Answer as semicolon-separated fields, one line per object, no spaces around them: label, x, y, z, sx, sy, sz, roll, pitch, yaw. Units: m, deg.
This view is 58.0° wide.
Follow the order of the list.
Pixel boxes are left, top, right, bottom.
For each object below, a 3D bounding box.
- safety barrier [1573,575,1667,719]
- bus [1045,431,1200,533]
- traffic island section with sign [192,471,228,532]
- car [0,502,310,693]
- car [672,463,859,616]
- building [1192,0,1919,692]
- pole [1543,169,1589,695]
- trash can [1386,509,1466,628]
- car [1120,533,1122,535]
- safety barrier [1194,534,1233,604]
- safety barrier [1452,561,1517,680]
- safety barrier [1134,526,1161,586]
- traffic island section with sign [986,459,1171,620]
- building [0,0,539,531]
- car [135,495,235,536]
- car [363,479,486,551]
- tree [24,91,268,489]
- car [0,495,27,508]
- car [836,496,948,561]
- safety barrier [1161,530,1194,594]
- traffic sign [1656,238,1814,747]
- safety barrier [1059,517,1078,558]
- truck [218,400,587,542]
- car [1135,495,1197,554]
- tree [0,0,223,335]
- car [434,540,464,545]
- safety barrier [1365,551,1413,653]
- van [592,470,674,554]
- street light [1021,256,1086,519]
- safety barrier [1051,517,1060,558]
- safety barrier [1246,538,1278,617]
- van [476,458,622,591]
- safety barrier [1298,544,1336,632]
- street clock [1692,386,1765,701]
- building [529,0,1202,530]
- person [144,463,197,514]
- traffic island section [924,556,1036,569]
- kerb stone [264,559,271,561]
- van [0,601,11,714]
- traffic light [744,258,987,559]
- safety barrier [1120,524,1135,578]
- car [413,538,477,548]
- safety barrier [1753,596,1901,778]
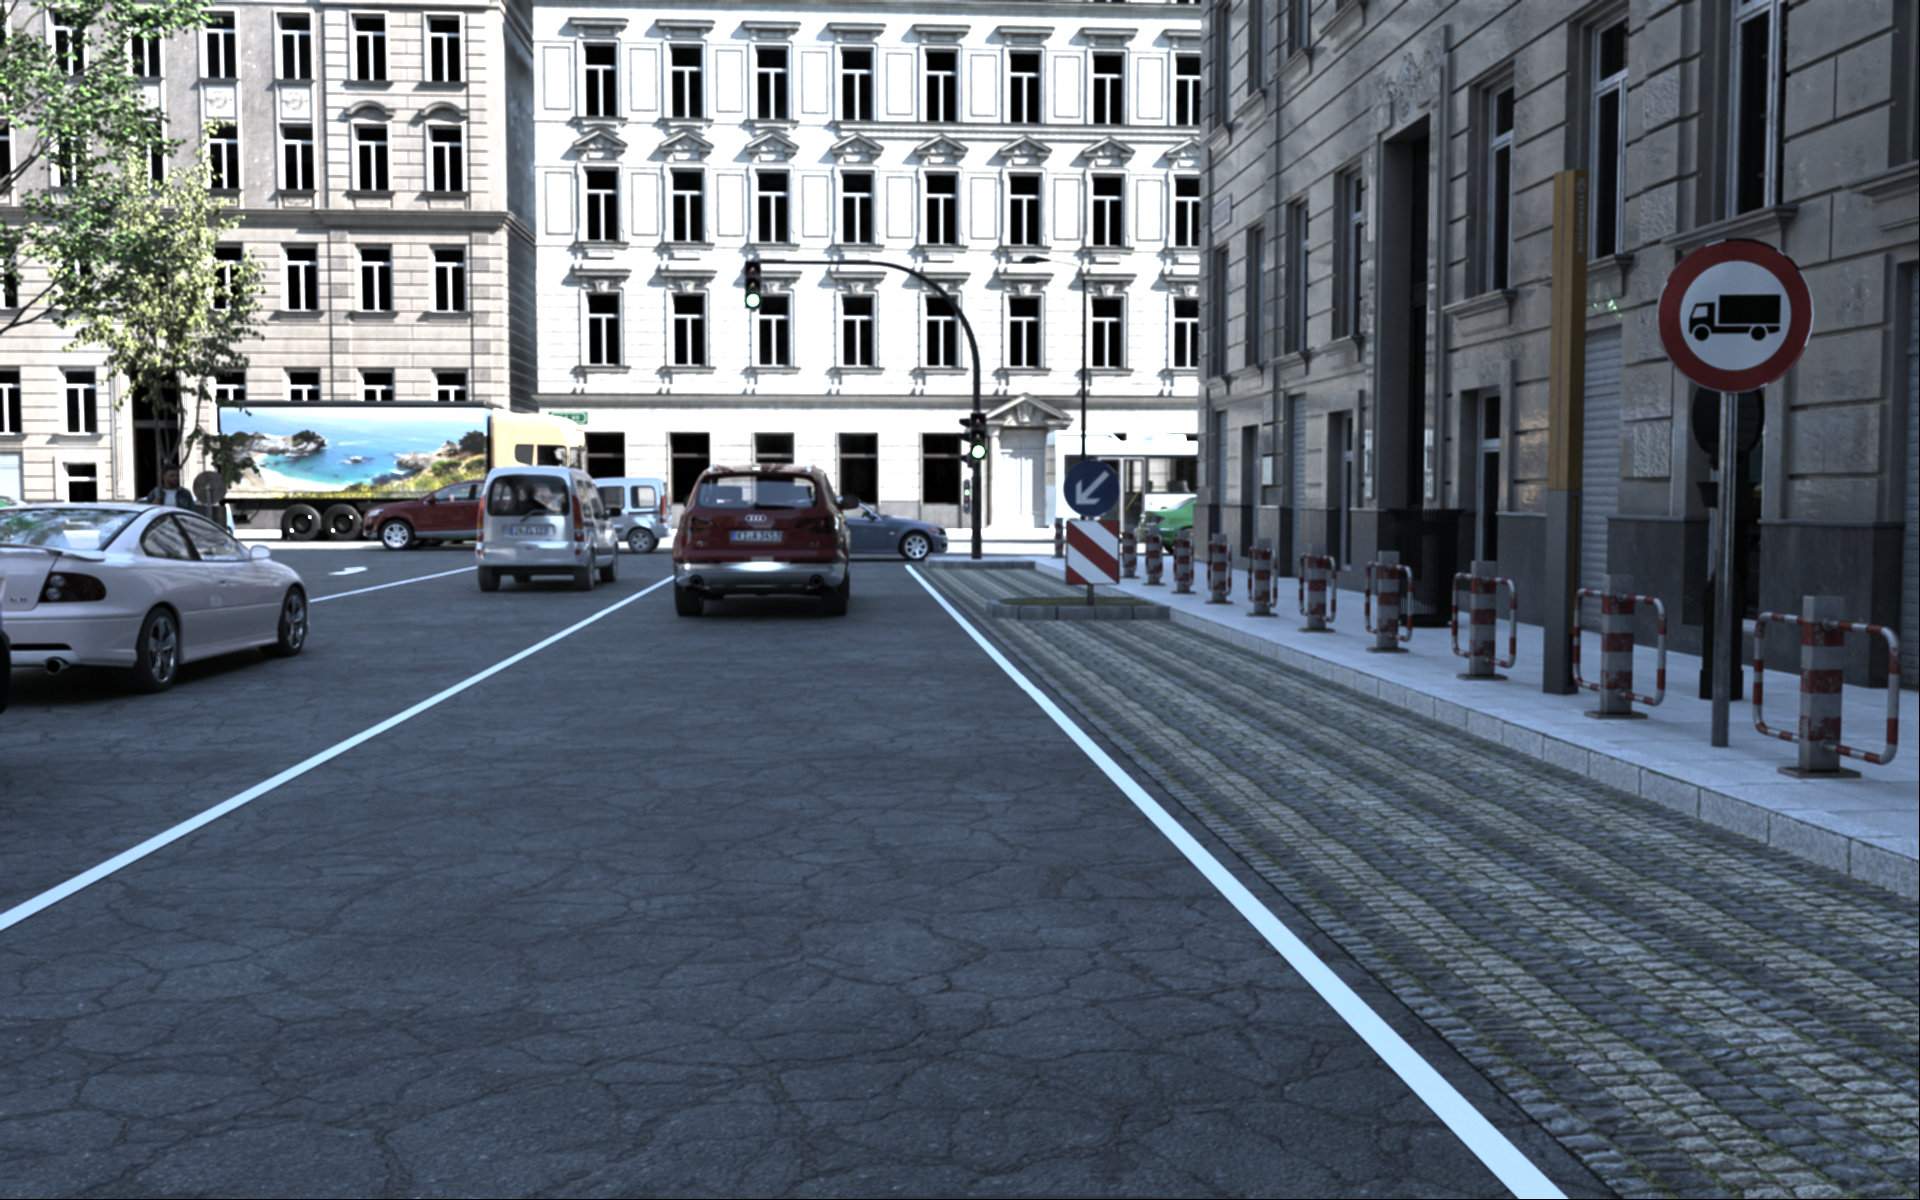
safety barrier;3.770;0.265;9.935;0.300;0.817;1.120;0;4;-4
bus;9.278;-3.485;51.839;13.247;3.499;2.948;0;4;-4
traffic island section with sign;-14.667;-1.544;33.378;2.006;1.907;1.989;0;4;-4
car;-6.728;-0.088;13.795;2.083;1.381;4.827;0;4;-2
car;-2.423;-0.813;21.972;2.281;1.827;5.304;0;4;-3
building;10.931;-13.656;20.546;12.463;27.353;25.104;0;4;-4
pole;3.868;-1.053;11.054;0.158;3.312;0.155;0;3;0
trash can;4.520;-0.317;16.831;0.748;1.137;0.748;0;3;0
car;6.859;-2.814;54.805;4.718;1.807;1.959;0;4;-3
safety barrier;3.030;-0.365;20.244;0.300;0.817;1.120;0;4;-4
safety barrier;3.621;0.140;11.993;0.300;0.817;1.120;0;4;-4
safety barrier;2.728;-0.617;24.359;0.300;0.817;1.120;0;4;-4
traffic island section with sign;1.340;-0.725;20.480;1.989;1.847;2.006;0;4;-4
building;-28.519;-16.397;65.355;25.104;27.353;12.463;0;4;-4
car;-18.529;-1.752;40.644;2.014;1.417;4.499;0;4;-3
car;-12.628;-2.201;44.656;5.304;1.827;2.281;0;4;-4
tree;-14.050;-4.754;30.544;4.737;8.622;4.395;0;3;0
car;-30.494;-2.525;53.088;4.920;1.459;2.131;0;4;-4
car;-2.502;-1.564;37.568;4.499;1.417;2.014;0;4;-5
safety barrier;2.877;-0.491;22.301;0.300;0.817;1.120;0;4;-4
traffic sign;3.865;-0.528;8.733;0.768;2.556;0.104;0;4;3
safety barrier;2.139;-1.121;32.610;0.300;0.817;1.120;0;4;-4
truck;-16.543;-3.928;53.133;11.283;4.237;2.839;0;4;-3
car;6.612;-1.780;40.902;4.920;1.459;2.131;0;4;-4
tree;-13.960;-5.798;23.002;9.928;11.665;9.643;0;3;0
car;-13.130;-2.282;49.668;4.827;1.381;2.083;0;4;-4
safety barrier;3.474;0.013;14.056;0.300;0.817;1.120;0;4;-4
van;-9.077;-2.154;42.226;4.112;2.044;2.013;0;4;-4
street light;1.890;-3.760;34.016;1.470;5.913;1.316;0;4;-4
safety barrier;1.986;-1.248;34.681;0.300;0.817;1.120;0;4;-4
safety barrier;3.173;-0.239;18.177;0.300;0.817;1.120;0;4;-4
van;-6.363;-1.221;26.980;2.013;2.044;4.112;0;4;-4
safety barrier;3.323;-0.113;16.119;0.300;0.817;1.120;0;4;-4
street clock;4.759;-0.379;10.769;0.471;2.002;0.358;-3;4;-38
building;5.828;-17.973;70.271;44.131;29.872;17.030;0;4;-4
person;-9.984;-0.829;22.047;0.794;1.824;0.713;0;4;-5
traffic island section;0.341;-0.730;34.218;2.009;0.180;2.903;0;4;-4
kerb stone;-13.646;-0.706;33.753;0.120;0.150;1.000;0;4;-4
van;-5.647;-0.138;6.648;2.240;2.365;5.245;0;4;-5
traffic light;-1.780;-3.617;33.810;4.771;5.953;1.251;0;4;-4
safety barrier;2.582;-0.743;26.418;0.300;0.817;1.120;0;4;-4
car;-13.125;-2.161;47.125;4.920;1.459;2.131;0;4;-4
safety barrier;3.918;0.391;7.877;0.300;0.817;1.120;0;4;-4
